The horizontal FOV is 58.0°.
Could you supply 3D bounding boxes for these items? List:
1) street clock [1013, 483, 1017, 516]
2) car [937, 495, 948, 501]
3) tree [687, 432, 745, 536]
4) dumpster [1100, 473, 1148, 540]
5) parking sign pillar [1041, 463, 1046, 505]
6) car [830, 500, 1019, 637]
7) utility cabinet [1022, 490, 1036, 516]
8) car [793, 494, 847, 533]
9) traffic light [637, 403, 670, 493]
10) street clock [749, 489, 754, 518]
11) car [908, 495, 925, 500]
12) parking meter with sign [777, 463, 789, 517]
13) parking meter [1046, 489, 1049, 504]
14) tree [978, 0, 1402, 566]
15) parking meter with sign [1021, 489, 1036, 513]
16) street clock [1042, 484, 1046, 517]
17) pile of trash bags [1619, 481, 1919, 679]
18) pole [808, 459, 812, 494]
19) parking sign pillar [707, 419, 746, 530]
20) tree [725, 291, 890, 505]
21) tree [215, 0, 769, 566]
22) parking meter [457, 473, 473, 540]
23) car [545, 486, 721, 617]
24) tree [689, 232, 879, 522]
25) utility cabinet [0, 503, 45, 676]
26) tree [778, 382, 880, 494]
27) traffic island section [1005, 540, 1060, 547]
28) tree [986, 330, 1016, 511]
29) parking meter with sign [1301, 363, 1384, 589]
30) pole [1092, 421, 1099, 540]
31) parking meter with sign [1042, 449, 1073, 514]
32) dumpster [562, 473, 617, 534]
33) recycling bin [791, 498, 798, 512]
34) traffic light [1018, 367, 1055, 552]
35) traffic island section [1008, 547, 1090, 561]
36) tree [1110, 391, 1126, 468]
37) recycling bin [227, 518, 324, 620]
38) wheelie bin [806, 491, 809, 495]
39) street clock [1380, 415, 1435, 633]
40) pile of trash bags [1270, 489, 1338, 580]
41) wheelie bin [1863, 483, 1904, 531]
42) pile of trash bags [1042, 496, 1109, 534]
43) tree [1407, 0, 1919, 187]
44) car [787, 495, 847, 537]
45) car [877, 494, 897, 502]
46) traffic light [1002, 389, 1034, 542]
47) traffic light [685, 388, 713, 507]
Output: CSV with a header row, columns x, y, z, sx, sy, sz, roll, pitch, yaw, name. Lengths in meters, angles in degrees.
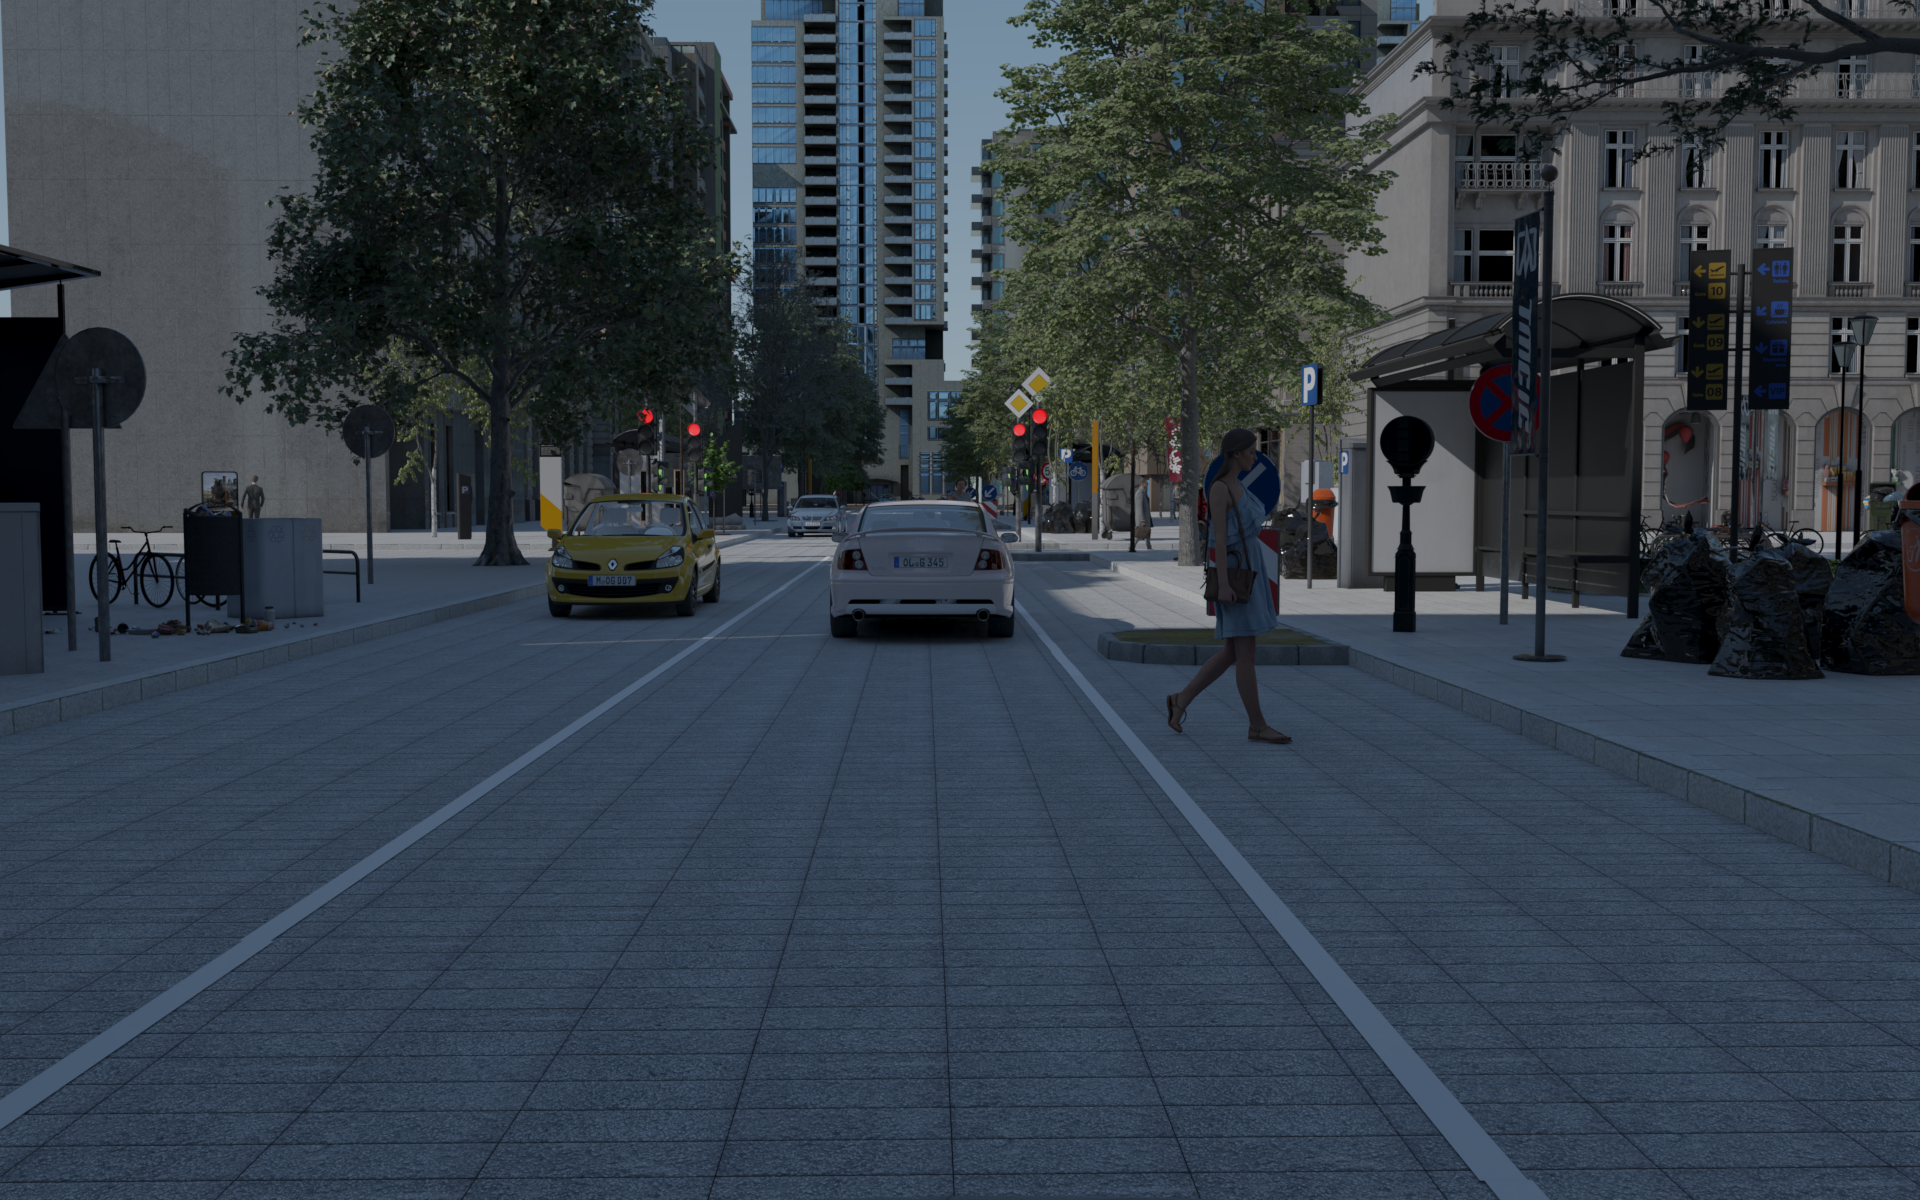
x,y,z,sx,sy,sz,roll,pitch,yaw,name
3.256,-6.009,102.810,0.358,2.002,0.471,-3,4,-37,street clock
-1.289,-9.576,169.148,1.945,1.354,3.894,0,4,-1,car
-7.726,-3.633,53.994,1.663,3.219,1.824,0,3,0,tree
4.653,-2.635,48.842,1.264,1.857,1.865,0,4,-1,dumpster
5.029,-7.230,106.682,1.447,3.967,1.447,0,4,-1,parking sign pillar
-0.382,-0.388,18.701,2.083,1.381,4.827,0,4,0,car
4.101,-5.541,99.267,1.173,1.500,0.318,-3,5,-40,utility cabinet
-5.197,-3.349,64.540,2.009,1.686,4.222,0,4,-3,car
-6.838,-3.008,38.107,0.839,4.253,0.868,0,4,-1,traffic light
-11.298,-5.463,93.890,0.358,2.002,0.471,3,5,45,street clock
-4.788,-10.900,190.793,1.945,1.354,3.894,0,4,-3,car
-9.956,-6.166,97.082,0.543,3.016,1.738,0,4,7,parking meter with sign
4.075,-4.271,78.248,0.372,1.533,0.369,0,3,0,parking meter
3.905,-6.851,30.137,7.486,12.596,7.792,0,3,0,tree
4.835,-7.524,119.273,1.738,3.016,0.543,0,4,-3,parking meter with sign
4.597,-5.720,98.097,0.471,2.002,0.358,-1,4,-14,street clock
6.187,-0.157,12.318,1.912,1.369,3.447,0,4,-1,pile of trash bags
-8.651,-6.489,99.934,0.158,3.312,0.155,0,3,0,pole
-8.395,-4.497,62.000,1.447,3.967,1.447,3,4,38,parking sign pillar
-9.856,-12.267,107.227,9.857,13.997,8.962,0,3,0,tree
-8.177,-6.969,30.954,9.611,12.733,9.660,0,3,0,tree
-13.969,-2.639,48.865,0.399,1.863,0.255,-2,4,-26,parking meter
-3.984,-0.688,21.468,2.015,1.641,3.980,0,4,-2,car
-9.012,-10.428,80.868,12.009,13.543,11.850,0,3,0,tree
-7.030,-0.060,12.137,1.020,1.237,0.306,-3,5,-44,utility cabinet
-9.477,-11.401,120.823,7.601,10.594,8.767,1,4,18,tree
1.591,-1.475,46.404,2.009,0.180,2.903,0,4,-1,traffic island section
3.545,-6.724,60.297,4.737,8.622,4.395,0,3,0,tree
5.549,-1.668,23.532,1.738,3.016,0.543,-1,4,-11,parking meter with sign
3.792,-3.344,48.519,0.158,3.312,0.155,0,3,0,pole
3.685,-4.248,65.713,0.543,3.016,1.738,2,4,28,parking meter with sign
-10.535,-2.657,49.206,1.264,1.857,1.865,0,4,-1,dumpster
-10.284,-5.916,109.286,0.722,1.027,0.722,-1,4,-12,recycling bin
1.721,-3.020,38.306,0.839,4.253,0.868,0,4,-1,traffic light
1.762,-0.987,38.420,2.009,0.180,2.903,0,4,-1,traffic island section
10.726,-8.707,92.722,4.360,8.622,3.978,0,3,0,tree
-7.153,-0.338,18.079,0.722,1.027,0.722,3,4,38,recycling bin
-10.328,-6.547,114.957,0.693,1.594,0.980,-1,4,-19,wheelie bin
4.146,-0.705,16.099,0.471,2.002,0.358,1,4,22,street clock
5.886,-1.087,27.533,1.912,1.369,3.447,0,4,6,pile of trash bags
25.412,-2.432,47.675,0.980,1.594,0.693,2,4,27,wheelie bin
4.400,-2.869,56.656,3.447,1.369,1.912,0,4,-2,pile of trash bags
5.287,-4.512,8.177,8.767,10.594,7.601,1,4,13,tree
-4.838,-2.884,59.149,2.014,1.417,4.499,0,4,1,car
-7.843,-10.706,186.846,2.131,1.459,4.920,0,4,-2,car
1.550,-3.509,46.289,0.839,4.253,0.868,0,4,-1,traffic light
-7.009,-3.497,46.090,0.839,4.253,0.868,0,4,-1,traffic light
